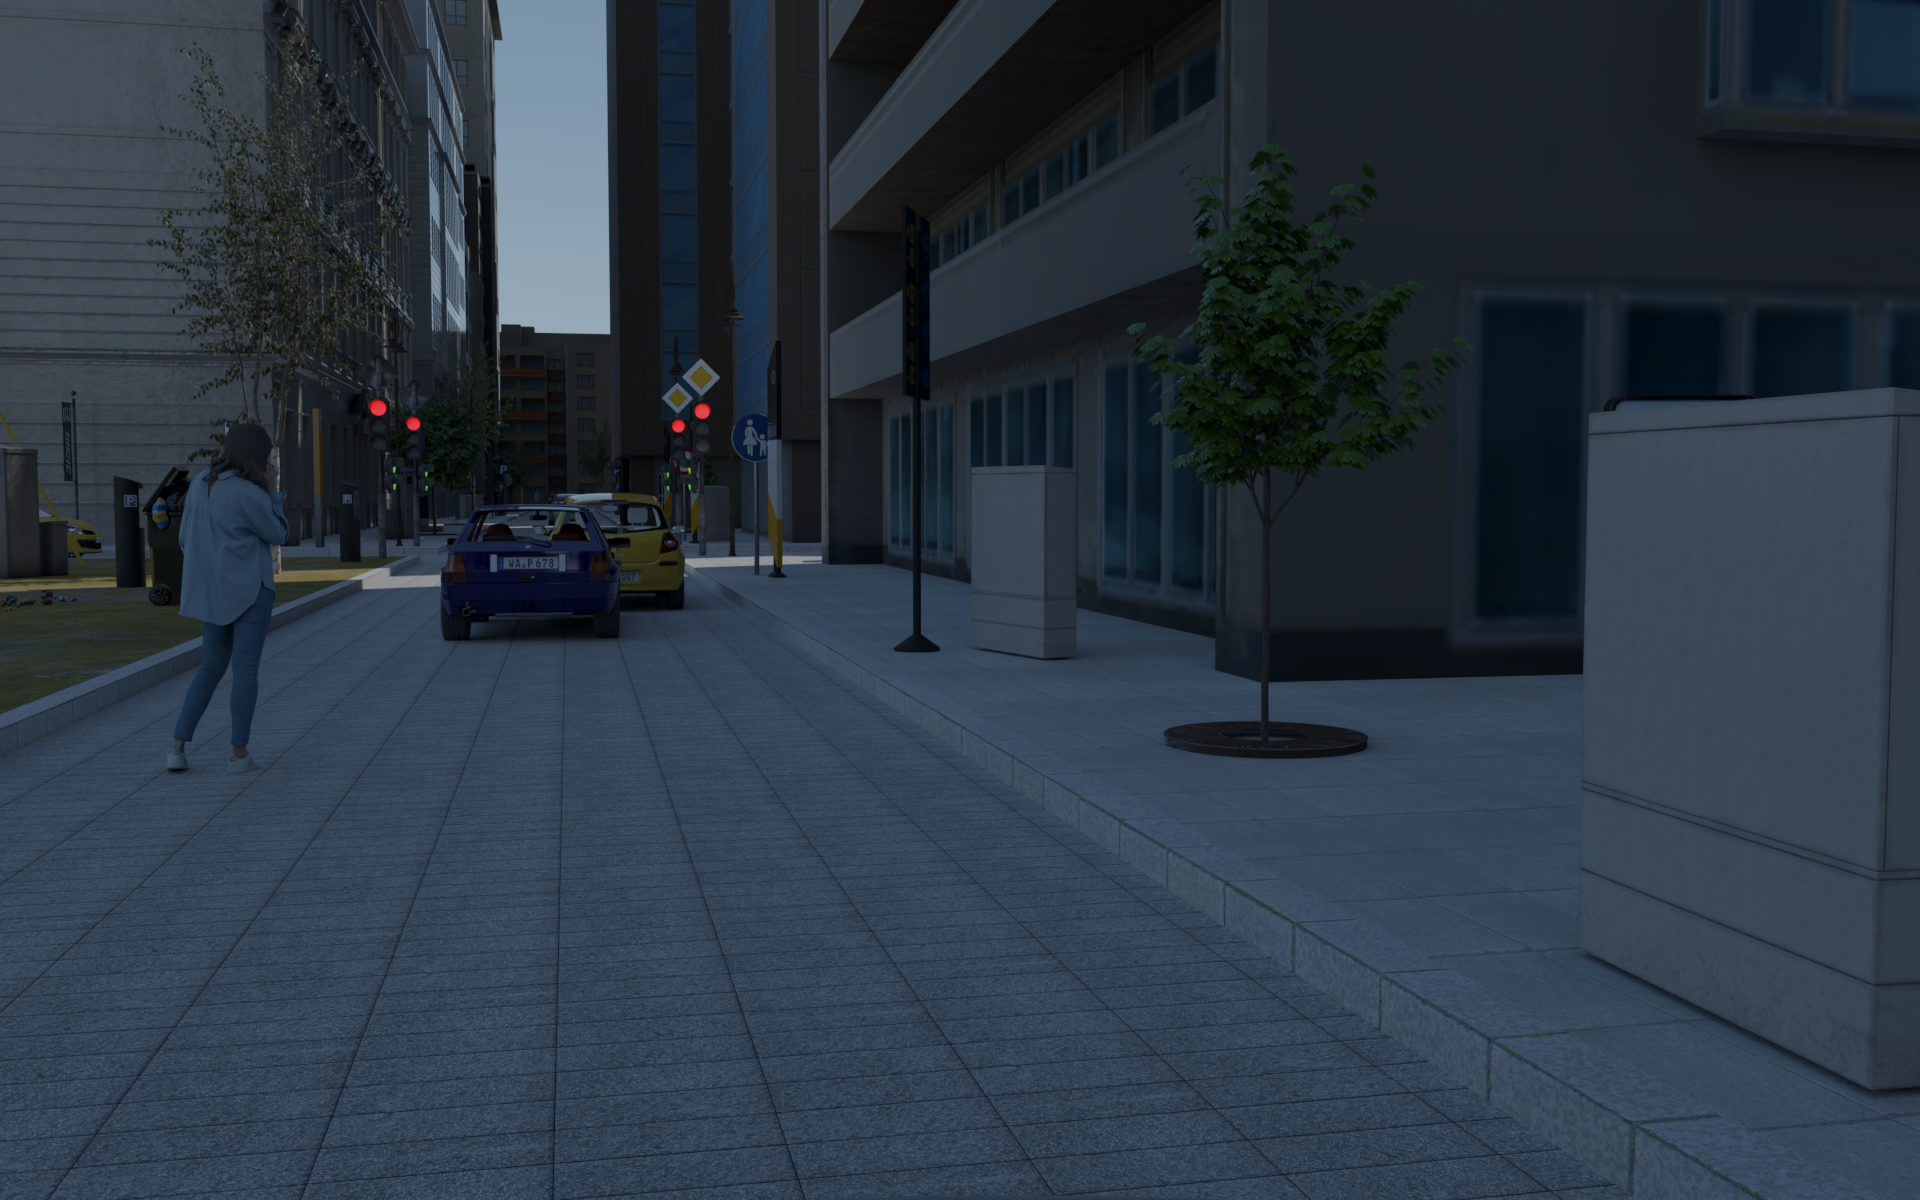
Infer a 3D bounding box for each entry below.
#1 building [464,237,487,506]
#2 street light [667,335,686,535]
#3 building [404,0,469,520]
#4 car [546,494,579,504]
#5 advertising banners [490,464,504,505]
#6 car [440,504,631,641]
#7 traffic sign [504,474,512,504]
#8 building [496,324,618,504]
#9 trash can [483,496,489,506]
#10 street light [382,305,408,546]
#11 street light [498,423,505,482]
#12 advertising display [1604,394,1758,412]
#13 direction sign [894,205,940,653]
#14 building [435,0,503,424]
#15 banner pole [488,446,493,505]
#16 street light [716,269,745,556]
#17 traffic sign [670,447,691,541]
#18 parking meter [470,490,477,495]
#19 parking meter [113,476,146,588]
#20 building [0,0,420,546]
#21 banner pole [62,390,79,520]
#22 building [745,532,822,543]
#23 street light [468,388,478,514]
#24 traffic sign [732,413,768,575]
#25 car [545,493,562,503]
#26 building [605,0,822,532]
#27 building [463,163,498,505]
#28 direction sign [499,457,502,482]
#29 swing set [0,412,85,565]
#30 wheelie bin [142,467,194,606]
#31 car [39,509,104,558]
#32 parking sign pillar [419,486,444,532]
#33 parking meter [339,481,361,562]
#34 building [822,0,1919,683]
[{"bbox_3d":[-49.642,-17.214,126.484,27.650,21.520,28.899,-1,4,-13],"label":"building"},{"bbox_3d":[-8.255,-4.751,50.468,0.468,5.910,1.993,-1,4,-13],"label":"street light"},{"bbox_3d":[-34.702,-19.655,98.859,11.434,29.767,29.804,-1,4,-13],"label":"building"},{"bbox_3d":[-18.018,-4.167,79.925,2.131,1.459,4.920,-1,4,-11],"label":"car"},{"bbox_3d":[-26.814,-6.361,100.183,0.090,3.025,2.074,0,4,6],"label":"advertising banners"},{"bbox_3d":[-4.486,-0.356,18.403,1.945,1.354,3.894,-1,4,-11],"label":"car"},{"bbox_3d":[-29.075,-6.782,110.993,0.768,2.556,0.104,-1,4,-11],"label":"traffic sign"},{"bbox_3d":[-53.713,-22.425,211.685,28.899,21.520,27.650,-1,4,-13],"label":"building"},{"bbox_3d":[-29.808,-5.905,108.207,0.748,1.137,0.748,0,3,0],"label":"trash can"},{"bbox_3d":[-13.799,-4.261,42.452,0.468,5.910,1.993,-1,4,-13],"label":"street light"},{"bbox_3d":[-28.680,-8.296,108.421,0.468,5.910,1.993,-1,4,-13],"label":"street light"},{"bbox_3d":[4.706,-0.374,11.335,0.974,1.923,0.123,0,4,3],"label":"advertising display"},{"bbox_3d":[-0.352,-1.351,14.083,0.379,3.537,0.876,1,4,11],"label":"direction sign"},{"bbox_3d":[-59.121,-35.491,169.518,27.495,52.752,28.713,-1,4,-13],"label":"building"},{"bbox_3d":[-24.710,-6.188,91.187,0.401,3.779,0.863,-2,4,-30],"label":"banner pole"},{"bbox_3d":[-4.715,-3.848,35.704,0.468,5.910,1.993,-1,4,-13],"label":"street light"},{"bbox_3d":[-7.499,-2.878,47.162,0.768,2.556,0.104,0,4,-7],"label":"traffic sign"},{"bbox_3d":[-27.197,-5.414,96.936,0.372,1.533,0.369,0,3,0],"label":"parking meter"},{"bbox_3d":[-11.431,-0.944,23.848,0.372,1.533,0.369,0,3,0],"label":"parking meter"},{"bbox_3d":[-29.741,-17.476,62.147,17.030,29.872,44.131,-1,4,-13],"label":"building"},{"bbox_3d":[-21.383,-3.159,41.674,0.401,3.779,0.863,0,4,-3],"label":"banner pole"},{"bbox_3d":[0.697,-24.574,51.900,14.200,45.320,14.600,-1,4,-13],"label":"building"},{"bbox_3d":[-21.280,-6.286,75.558,0.468,5.910,1.993,-1,4,-13],"label":"street light"},{"bbox_3d":[-3.223,-1.671,27.425,0.768,2.556,0.104,0,4,-7],"label":"traffic sign"},{"bbox_3d":[-34.233,-8.472,147.555,2.155,1.783,4.494,-1,4,-14],"label":"car"},{"bbox_3d":[-7.193,-25.703,70.353,14.600,45.320,14.200,-1,4,-13],"label":"building"},{"bbox_3d":[-47.672,-23.108,149.515,14.160,30.474,14.107,-1,4,-13],"label":"building"},{"bbox_3d":[-28.190,-6.992,106.311,0.379,3.537,0.876,-1,4,-23],"label":"direction sign"},{"bbox_3d":[-17.837,-2.073,31.517,2.862,2.851,3.119,-3,4,-37],"label":"swing set"},{"bbox_3d":[-9.058,-0.750,20.171,0.693,1.594,0.980,-1,4,-10],"label":"wheelie bin"},{"bbox_3d":[-20.295,-1.610,36.549,3.980,1.641,2.015,-1,4,-11],"label":"car"},{"bbox_3d":[-18.308,-4.299,58.769,1.447,3.967,1.447,-1,4,-21],"label":"parking sign pillar"},{"bbox_3d":[-11.552,-1.491,32.788,0.372,1.533,0.369,0,3,0],"label":"parking meter"},{"bbox_3d":[10.127,-24.413,22.859,21.300,48.544,21.600,-1,4,-13],"label":"building"}]
